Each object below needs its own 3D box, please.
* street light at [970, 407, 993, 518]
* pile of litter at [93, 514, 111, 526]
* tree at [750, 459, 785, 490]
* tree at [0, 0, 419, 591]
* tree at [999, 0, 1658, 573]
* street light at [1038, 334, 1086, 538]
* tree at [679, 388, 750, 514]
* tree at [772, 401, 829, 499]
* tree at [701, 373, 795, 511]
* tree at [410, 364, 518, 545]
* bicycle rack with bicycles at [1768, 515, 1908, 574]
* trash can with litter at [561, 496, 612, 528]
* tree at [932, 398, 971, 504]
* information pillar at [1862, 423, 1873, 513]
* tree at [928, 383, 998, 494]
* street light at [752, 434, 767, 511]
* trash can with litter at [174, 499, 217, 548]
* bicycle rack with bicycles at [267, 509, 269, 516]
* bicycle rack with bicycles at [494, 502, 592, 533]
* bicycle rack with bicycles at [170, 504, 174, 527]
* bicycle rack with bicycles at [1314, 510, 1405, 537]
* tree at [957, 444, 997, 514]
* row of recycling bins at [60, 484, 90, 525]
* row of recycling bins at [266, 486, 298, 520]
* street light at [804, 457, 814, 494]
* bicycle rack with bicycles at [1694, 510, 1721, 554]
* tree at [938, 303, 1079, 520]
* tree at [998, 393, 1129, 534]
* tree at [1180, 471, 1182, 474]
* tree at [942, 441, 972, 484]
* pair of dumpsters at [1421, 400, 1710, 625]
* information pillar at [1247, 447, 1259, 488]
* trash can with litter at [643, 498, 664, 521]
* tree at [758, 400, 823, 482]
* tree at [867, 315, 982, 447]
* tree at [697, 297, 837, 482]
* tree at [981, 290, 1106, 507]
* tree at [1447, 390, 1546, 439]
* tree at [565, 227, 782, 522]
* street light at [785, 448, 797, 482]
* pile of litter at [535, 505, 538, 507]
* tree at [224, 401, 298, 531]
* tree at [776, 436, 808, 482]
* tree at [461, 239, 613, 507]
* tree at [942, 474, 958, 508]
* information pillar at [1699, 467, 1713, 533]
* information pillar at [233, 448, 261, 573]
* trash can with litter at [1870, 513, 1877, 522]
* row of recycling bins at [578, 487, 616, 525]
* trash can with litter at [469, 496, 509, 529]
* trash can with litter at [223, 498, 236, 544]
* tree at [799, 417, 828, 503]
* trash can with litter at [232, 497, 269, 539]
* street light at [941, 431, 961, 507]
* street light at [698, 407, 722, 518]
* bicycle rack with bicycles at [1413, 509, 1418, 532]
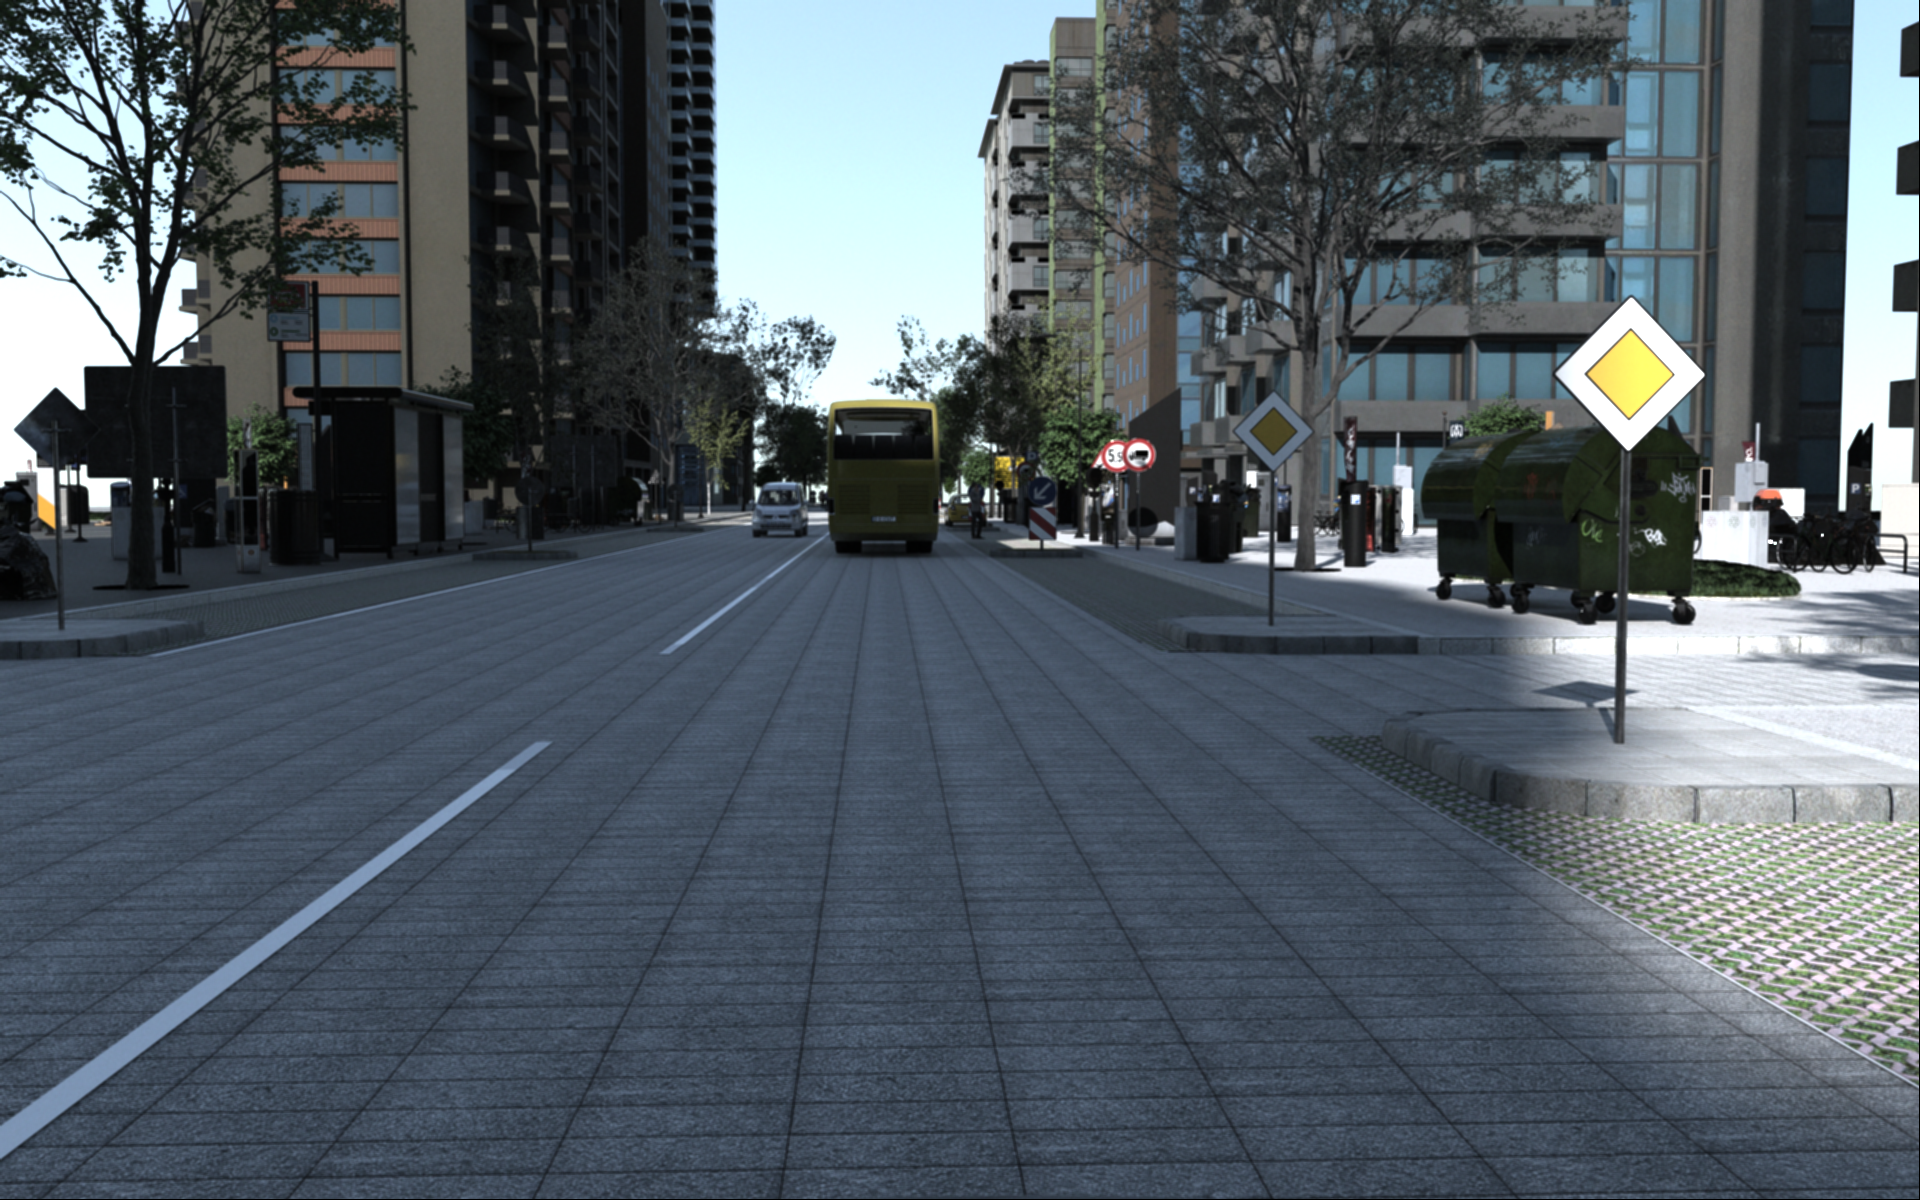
[{"bbox_3d":[1.082,-7.283,91.614,1.470,5.913,1.316,0,4,-3],"label":"street light"},{"bbox_3d":[-34.523,-3.470,70.697,1.719,0.858,1.176,1,4,20],"label":"pile of litter"},{"bbox_3d":[-17.677,-10.764,159.711,4.285,4.588,4.351,0,3,0],"label":"tree"},{"bbox_3d":[-10.908,-5.950,23.041,9.928,11.665,9.643,0,3,0],"label":"tree"},{"bbox_3d":[5.907,-7.224,28.475,12.009,13.543,11.850,0,3,0],"label":"tree"},{"bbox_3d":[2.944,-4.755,50.280,1.470,5.913,1.316,0,4,-3],"label":"street light"},{"bbox_3d":[-15.601,-9.691,108.818,4.737,8.622,4.395,0,3,0],"label":"tree"},{"bbox_3d":[-21.385,-20.193,236.809,9.857,13.997,8.962,0,3,0],"label":"tree"},{"bbox_3d":[-15.725,-11.843,128.047,7.601,10.594,8.767,0,4,7],"label":"tree"},{"bbox_3d":[-12.750,-3.689,44.022,4.285,4.588,4.351,0,3,0],"label":"tree"},{"bbox_3d":[14.356,-0.946,28.843,2.852,0.926,2.925,0,4,3],"label":"bicycle rack with bicycles"},{"bbox_3d":[-14.177,-3.291,64.870,2.233,1.210,1.678,1,4,16],"label":"trash can with litter"},{"bbox_3d":[-2.371,-17.451,203.453,7.486,12.596,7.792,0,3,0],"label":"tree"},{"bbox_3d":[29.897,-4.022,57.111,0.183,3.616,0.504,0,4,-2],"label":"information pillar"},{"bbox_3d":[0.040,-13.946,153.779,9.928,11.665,9.643,0,3,0],"label":"tree"},{"bbox_3d":[-15.358,-9.858,133.715,1.470,5.913,1.316,0,4,-3],"label":"street light"},{"bbox_3d":[-18.364,-1.841,41.481,1.055,1.170,0.624,-1,4,-9],"label":"trash can with litter"},{"bbox_3d":[-29.247,-3.880,76.816,2.852,0.926,2.925,2,4,32],"label":"bicycle rack with bicycles"},{"bbox_3d":[-13.990,-2.673,57.087,2.925,0.926,2.852,2,4,32],"label":"bicycle rack with bicycles"},{"bbox_3d":[-29.072,-3.161,65.071,2.925,0.926,2.852,-3,5,-44],"label":"bicycle rack with bicycles"},{"bbox_3d":[11.621,-2.387,52.405,2.925,0.926,2.852,3,5,39],"label":"bicycle rack with bicycles"},{"bbox_3d":[1.390,-7.960,113.863,4.285,4.588,4.351,0,3,0],"label":"tree"},{"bbox_3d":[-37.868,-4.052,73.356,1.069,1.692,3.534,0,4,-5],"label":"row of recycling bins"},{"bbox_3d":[-33.757,-4.846,86.337,1.069,1.692,3.534,0,4,4],"label":"row of recycling bins"},{"bbox_3d":[-19.001,-14.984,217.527,1.470,5.913,1.316,0,4,-3],"label":"street light"},{"bbox_3d":[16.295,-1.523,38.286,2.852,0.926,2.925,1,4,19],"label":"bicycle rack with bicycles"},{"bbox_3d":[2.427,-9.234,85.389,8.767,10.594,7.601,2,4,35],"label":"tree"},{"bbox_3d":[3.995,-4.454,56.534,4.285,4.588,4.351,0,3,0],"label":"tree"},{"bbox_3d":[9.076,-5.018,76.645,1.663,3.219,1.824,0,3,0],"label":"tree"},{"bbox_3d":[-3.186,-18.435,218.420,9.611,12.733,9.660,0,3,0],"label":"tree"},{"bbox_3d":[6.477,-1.005,18.923,1.574,2.255,4.437,0,4,-2],"label":"pair of dumpsters"},{"bbox_3d":[10.524,-4.330,62.150,0.183,3.616,0.504,-3,5,-44],"label":"information pillar"},{"bbox_3d":[-14.887,-4.425,83.738,1.055,1.170,0.624,-3,4,-37],"label":"trash can with litter"},{"bbox_3d":[-18.646,-16.161,189.986,9.928,11.665,9.643,0,3,0],"label":"tree"},{"bbox_3d":[-3.902,-20.110,184.682,12.611,20.169,13.585,0,3,0],"label":"tree"},{"bbox_3d":[-18.578,-19.092,168.046,12.611,20.169,13.585,0,3,0],"label":"tree"},{"bbox_3d":[3.175,-6.825,61.952,4.737,8.622,4.395,0,3,0],"label":"tree"},{"bbox_3d":[17.239,-4.367,55.114,4.285,4.588,4.351,0,3,0],"label":"tree"},{"bbox_3d":[-13.585,-10.419,80.717,12.009,13.543,11.850,0,3,0],"label":"tree"},{"bbox_3d":[-17.150,-12.434,175.841,1.470,5.913,1.316,0,4,-3],"label":"street light"},{"bbox_3d":[-18.703,-3.786,75.858,1.719,0.858,1.176,-1,4,-15],"label":"pile of litter"},{"bbox_3d":[-24.813,-4.743,61.263,4.285,4.588,4.351,0,3,0],"label":"tree"},{"bbox_3d":[-20.428,-16.021,212.305,4.360,8.622,3.978,0,3,0],"label":"tree"},{"bbox_3d":[-12.511,-6.104,50.156,4.360,8.622,3.978,0,3,0],"label":"tree"},{"bbox_3d":[-0.878,-10.422,165.003,1.663,3.219,1.824,0,3,0],"label":"tree"},{"bbox_3d":[20.663,-2.659,47.971,0.304,2.012,0.304,2,4,27],"label":"information pillar"},{"bbox_3d":[-11.567,-1.444,28.104,0.304,2.012,0.304,-3,5,-40],"label":"information pillar"},{"bbox_3d":[40.472,-4.110,78.252,2.233,1.210,1.678,-1,4,-8],"label":"trash can with litter"},{"bbox_3d":[-15.115,-3.992,72.375,1.069,1.692,3.534,0,4,2],"label":"row of recycling bins"},{"bbox_3d":[-17.708,-3.242,64.071,2.233,1.210,1.678,0,4,7],"label":"trash can with litter"},{"bbox_3d":[-18.735,-2.050,44.901,0.624,1.170,1.055,-2,4,-29],"label":"trash can with litter"},{"bbox_3d":[-22.049,-20.258,249.350,7.486,12.596,7.792,0,3,0],"label":"tree"},{"bbox_3d":[-20.330,-2.328,49.119,2.233,1.210,1.678,-1,4,-16],"label":"trash can with litter"},{"bbox_3d":[-0.528,-9.467,127.322,1.470,5.913,1.316,0,4,-3],"label":"street light"},{"bbox_3d":[-13.370,-7.355,92.800,1.470,5.913,1.316,0,4,-3],"label":"street light"},{"bbox_3d":[14.449,-2.831,59.666,2.852,0.926,2.925,0,4,7],"label":"bicycle rack with bicycles"}]
